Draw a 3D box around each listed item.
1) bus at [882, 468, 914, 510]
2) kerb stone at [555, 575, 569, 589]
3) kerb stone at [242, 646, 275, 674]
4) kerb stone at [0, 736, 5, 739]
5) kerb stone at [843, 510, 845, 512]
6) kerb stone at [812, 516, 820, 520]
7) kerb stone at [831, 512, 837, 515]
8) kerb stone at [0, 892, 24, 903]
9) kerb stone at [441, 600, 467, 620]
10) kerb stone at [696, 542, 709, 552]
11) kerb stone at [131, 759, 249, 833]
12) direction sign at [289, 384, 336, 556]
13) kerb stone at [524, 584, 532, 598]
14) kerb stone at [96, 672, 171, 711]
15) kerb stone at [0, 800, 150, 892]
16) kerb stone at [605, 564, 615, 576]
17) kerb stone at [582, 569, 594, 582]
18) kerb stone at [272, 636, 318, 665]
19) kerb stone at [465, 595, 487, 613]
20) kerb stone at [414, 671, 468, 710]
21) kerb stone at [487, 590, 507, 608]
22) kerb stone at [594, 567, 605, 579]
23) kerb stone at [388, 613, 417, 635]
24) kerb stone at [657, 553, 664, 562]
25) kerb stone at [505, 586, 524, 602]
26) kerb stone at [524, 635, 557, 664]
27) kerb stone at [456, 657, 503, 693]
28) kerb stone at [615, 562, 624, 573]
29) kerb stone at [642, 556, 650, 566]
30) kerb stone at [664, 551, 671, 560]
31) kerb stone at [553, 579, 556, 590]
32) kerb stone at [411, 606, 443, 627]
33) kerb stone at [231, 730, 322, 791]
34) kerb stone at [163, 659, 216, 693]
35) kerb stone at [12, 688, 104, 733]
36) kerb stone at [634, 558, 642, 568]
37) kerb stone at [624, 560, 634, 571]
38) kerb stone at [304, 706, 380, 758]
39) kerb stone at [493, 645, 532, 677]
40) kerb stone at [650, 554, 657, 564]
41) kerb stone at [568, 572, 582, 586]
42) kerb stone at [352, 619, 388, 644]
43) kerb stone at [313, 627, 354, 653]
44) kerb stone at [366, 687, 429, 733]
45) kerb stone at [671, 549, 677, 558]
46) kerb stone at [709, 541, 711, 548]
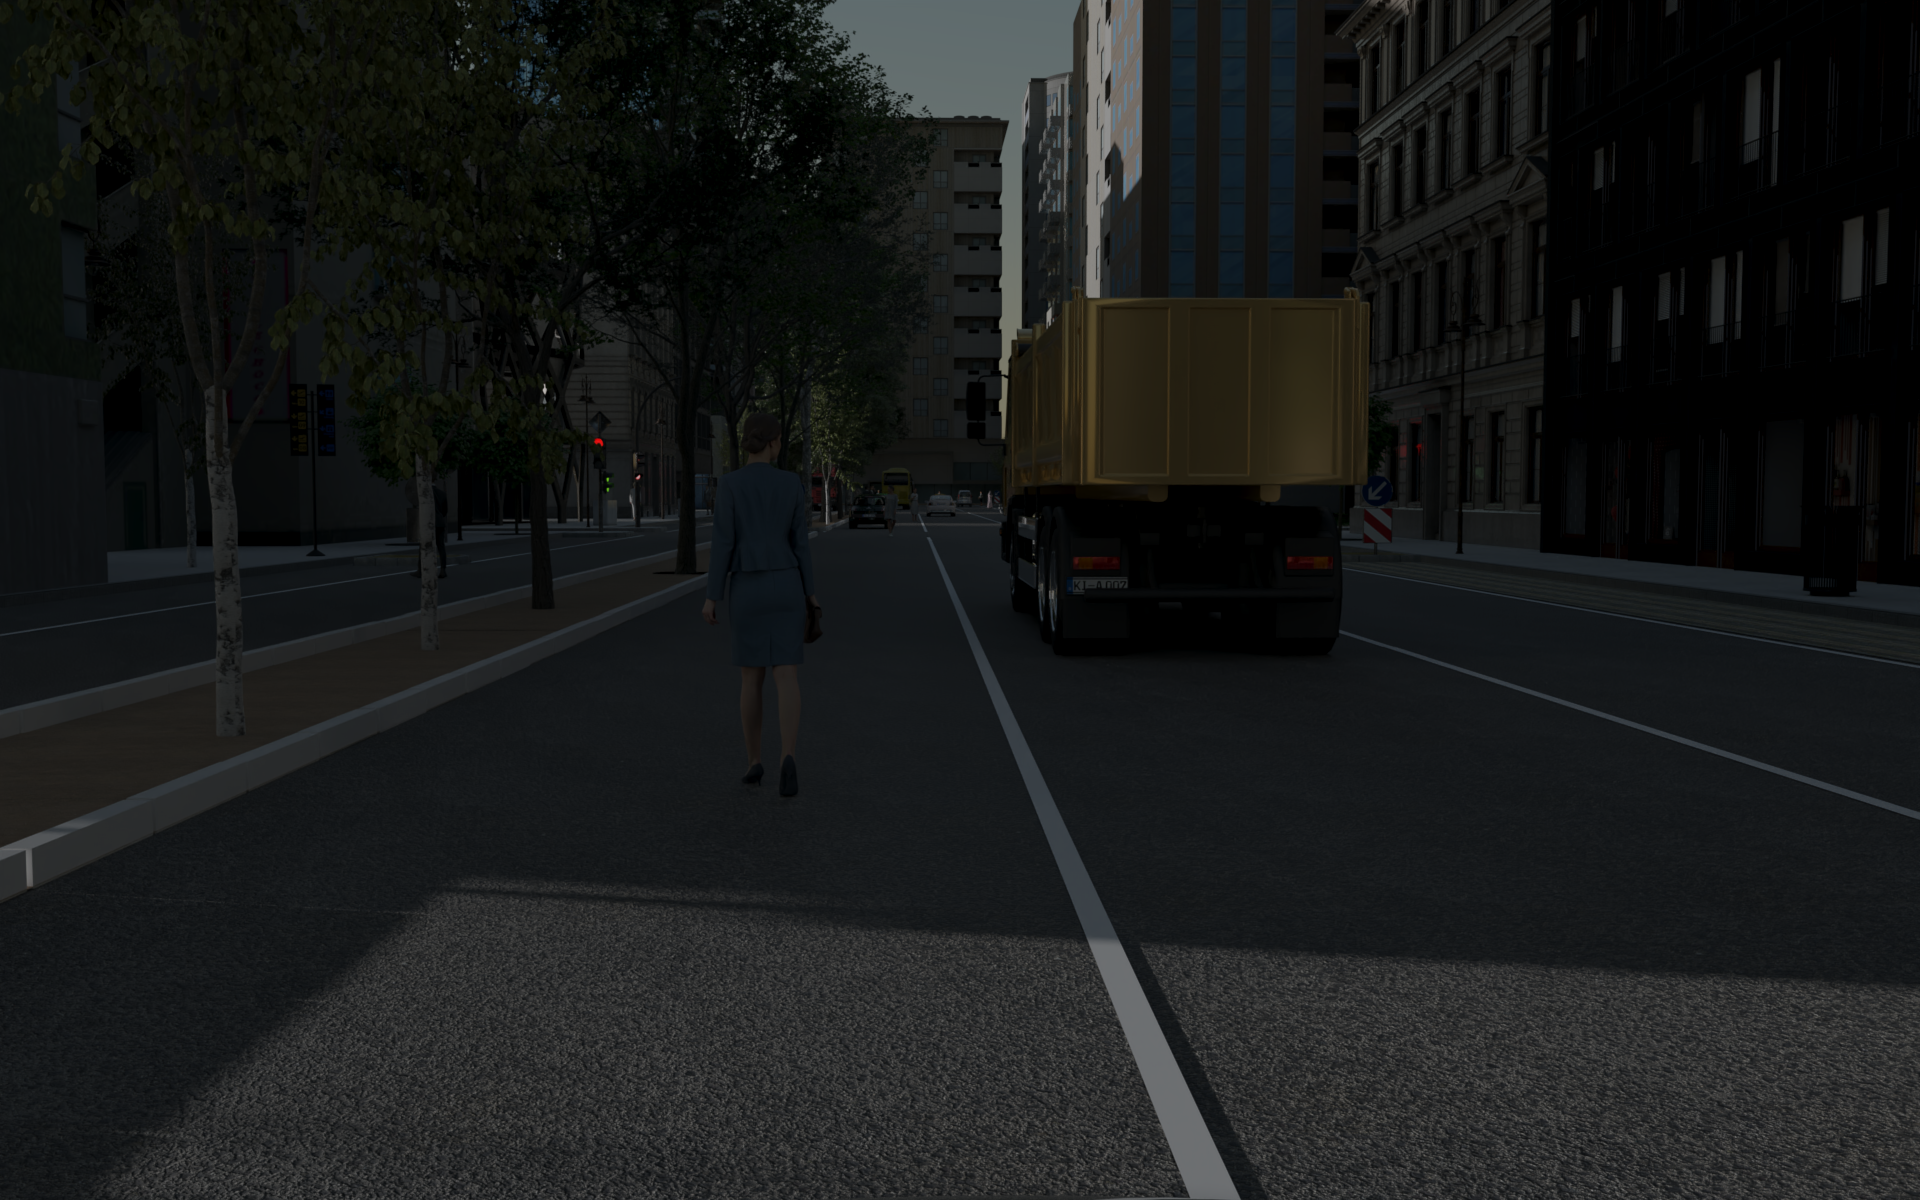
[{"bbox_3d":[-5.858,-10.441,162.262,2.896,3.916,12.252,0,4,-1],"label":"bus"},{"bbox_3d":[-6.096,-0.241,26.153,0.120,0.150,1.000,0,4,-2],"label":"kerb stone"},{"bbox_3d":[-5.751,0.509,13.868,0.120,0.150,1.000,0,4,-2],"label":"kerb stone"},{"bbox_3d":[-5.631,0.760,9.782,0.120,0.150,1.000,0,4,-2],"label":"kerb stone"},{"bbox_3d":[-9.411,-7.235,140.484,0.120,0.150,1.000,0,4,-2],"label":"kerb stone"},{"bbox_3d":[-8.196,-4.658,98.448,0.120,0.150,1.000,0,4,-2],"label":"kerb stone"},{"bbox_3d":[-8.906,-6.169,123.053,0.120,0.150,1.000,0,4,-2],"label":"kerb stone"},{"bbox_3d":[-3.411,1.006,5.744,0.120,0.150,1.000,0,4,-2],"label":"kerb stone"},{"bbox_3d":[-5.919,0.134,20.003,0.120,0.150,1.000,0,4,-2],"label":"kerb stone"},{"bbox_3d":[-6.639,-1.371,44.607,0.120,0.150,1.000,0,4,-2],"label":"kerb stone"},{"bbox_3d":[-3.468,0.880,7.804,0.120,0.150,1.000,0,4,-2],"label":"kerb stone"},{"bbox_3d":[-13.313,-2.672,35.677,0.876,3.537,0.379,-1,4,-17],"label":"direction sign"},{"bbox_3d":[-6.040,-0.112,24.091,0.120,0.150,1.000,0,4,-2],"label":"kerb stone"},{"bbox_3d":[-5.680,0.635,11.825,0.120,0.150,1.000,0,4,-2],"label":"kerb stone"},{"bbox_3d":[-3.437,0.945,6.775,0.120,0.150,1.000,0,4,-2],"label":"kerb stone"},{"bbox_3d":[-6.216,-0.492,30.239,0.120,0.150,1.000,0,4,-2],"label":"kerb stone"},{"bbox_3d":[-6.158,-0.367,28.196,0.120,0.150,1.000,0,4,-2],"label":"kerb stone"},{"bbox_3d":[-5.777,0.447,14.889,0.120,0.150,1.000,0,4,-2],"label":"kerb stone"},{"bbox_3d":[-5.954,0.072,21.024,0.120,0.150,1.000,0,4,-2],"label":"kerb stone"},{"bbox_3d":[-3.589,0.629,11.908,0.120,0.150,1.000,0,4,-2],"label":"kerb stone"},{"bbox_3d":[-5.978,0.012,22.046,0.120,0.150,1.000,0,4,-2],"label":"kerb stone"},{"bbox_3d":[-6.184,-0.430,29.218,0.120,0.150,1.000,0,4,-2],"label":"kerb stone"},{"bbox_3d":[-5.857,0.268,17.960,0.120,0.150,1.000,0,4,-2],"label":"kerb stone"},{"bbox_3d":[-6.400,-0.860,36.384,0.120,0.150,1.000,0,4,-2],"label":"kerb stone"},{"bbox_3d":[-6.015,-0.053,23.067,0.120,0.150,1.000,0,4,-2],"label":"kerb stone"},{"bbox_3d":[-3.676,0.444,14.992,0.120,0.150,1.000,0,4,-2],"label":"kerb stone"},{"bbox_3d":[-3.614,0.566,12.941,0.120,0.150,1.000,0,4,-2],"label":"kerb stone"},{"bbox_3d":[-6.248,-0.554,31.261,0.120,0.150,1.000,0,4,-2],"label":"kerb stone"},{"bbox_3d":[-6.337,-0.743,34.341,0.120,0.150,1.000,0,4,-2],"label":"kerb stone"},{"bbox_3d":[-6.424,-0.929,37.405,0.120,0.150,1.000,0,4,-2],"label":"kerb stone"},{"bbox_3d":[-6.066,-0.176,25.129,0.120,0.150,1.000,0,4,-2],"label":"kerb stone"},{"bbox_3d":[-5.891,0.197,18.981,0.120,0.150,1.000,0,4,-2],"label":"kerb stone"},{"bbox_3d":[-3.498,0.821,8.829,0.120,0.150,1.000,0,4,-2],"label":"kerb stone"},{"bbox_3d":[-5.713,0.572,12.846,0.120,0.150,1.000,0,4,-2],"label":"kerb stone"},{"bbox_3d":[-5.650,0.697,10.803,0.120,0.150,1.000,0,4,-2],"label":"kerb stone"},{"bbox_3d":[-6.309,-0.680,33.319,0.120,0.150,1.000,0,4,-2],"label":"kerb stone"},{"bbox_3d":[-6.272,-0.613,32.296,0.120,0.150,1.000,0,4,-2],"label":"kerb stone"},{"bbox_3d":[-3.530,0.757,9.851,0.120,0.150,1.000,0,4,-2],"label":"kerb stone"},{"bbox_3d":[-3.639,0.504,13.963,0.120,0.150,1.000,0,4,-2],"label":"kerb stone"},{"bbox_3d":[-6.367,-0.798,35.363,0.120,0.150,1.000,0,4,-2],"label":"kerb stone"},{"bbox_3d":[-6.133,-0.305,27.175,0.120,0.150,1.000,0,4,-2],"label":"kerb stone"},{"bbox_3d":[-5.830,0.322,16.938,0.120,0.150,1.000,0,4,-2],"label":"kerb stone"},{"bbox_3d":[-5.809,0.384,15.911,0.120,0.150,1.000,0,4,-2],"label":"kerb stone"},{"bbox_3d":[-3.553,0.692,10.876,0.120,0.150,1.000,0,4,-2],"label":"kerb stone"},{"bbox_3d":[-6.458,-0.994,38.441,0.120,0.150,1.000,0,4,-2],"label":"kerb stone"},{"bbox_3d":[-6.661,-1.433,45.631,0.120,0.150,1.000,0,4,-2],"label":"kerb stone"}]
